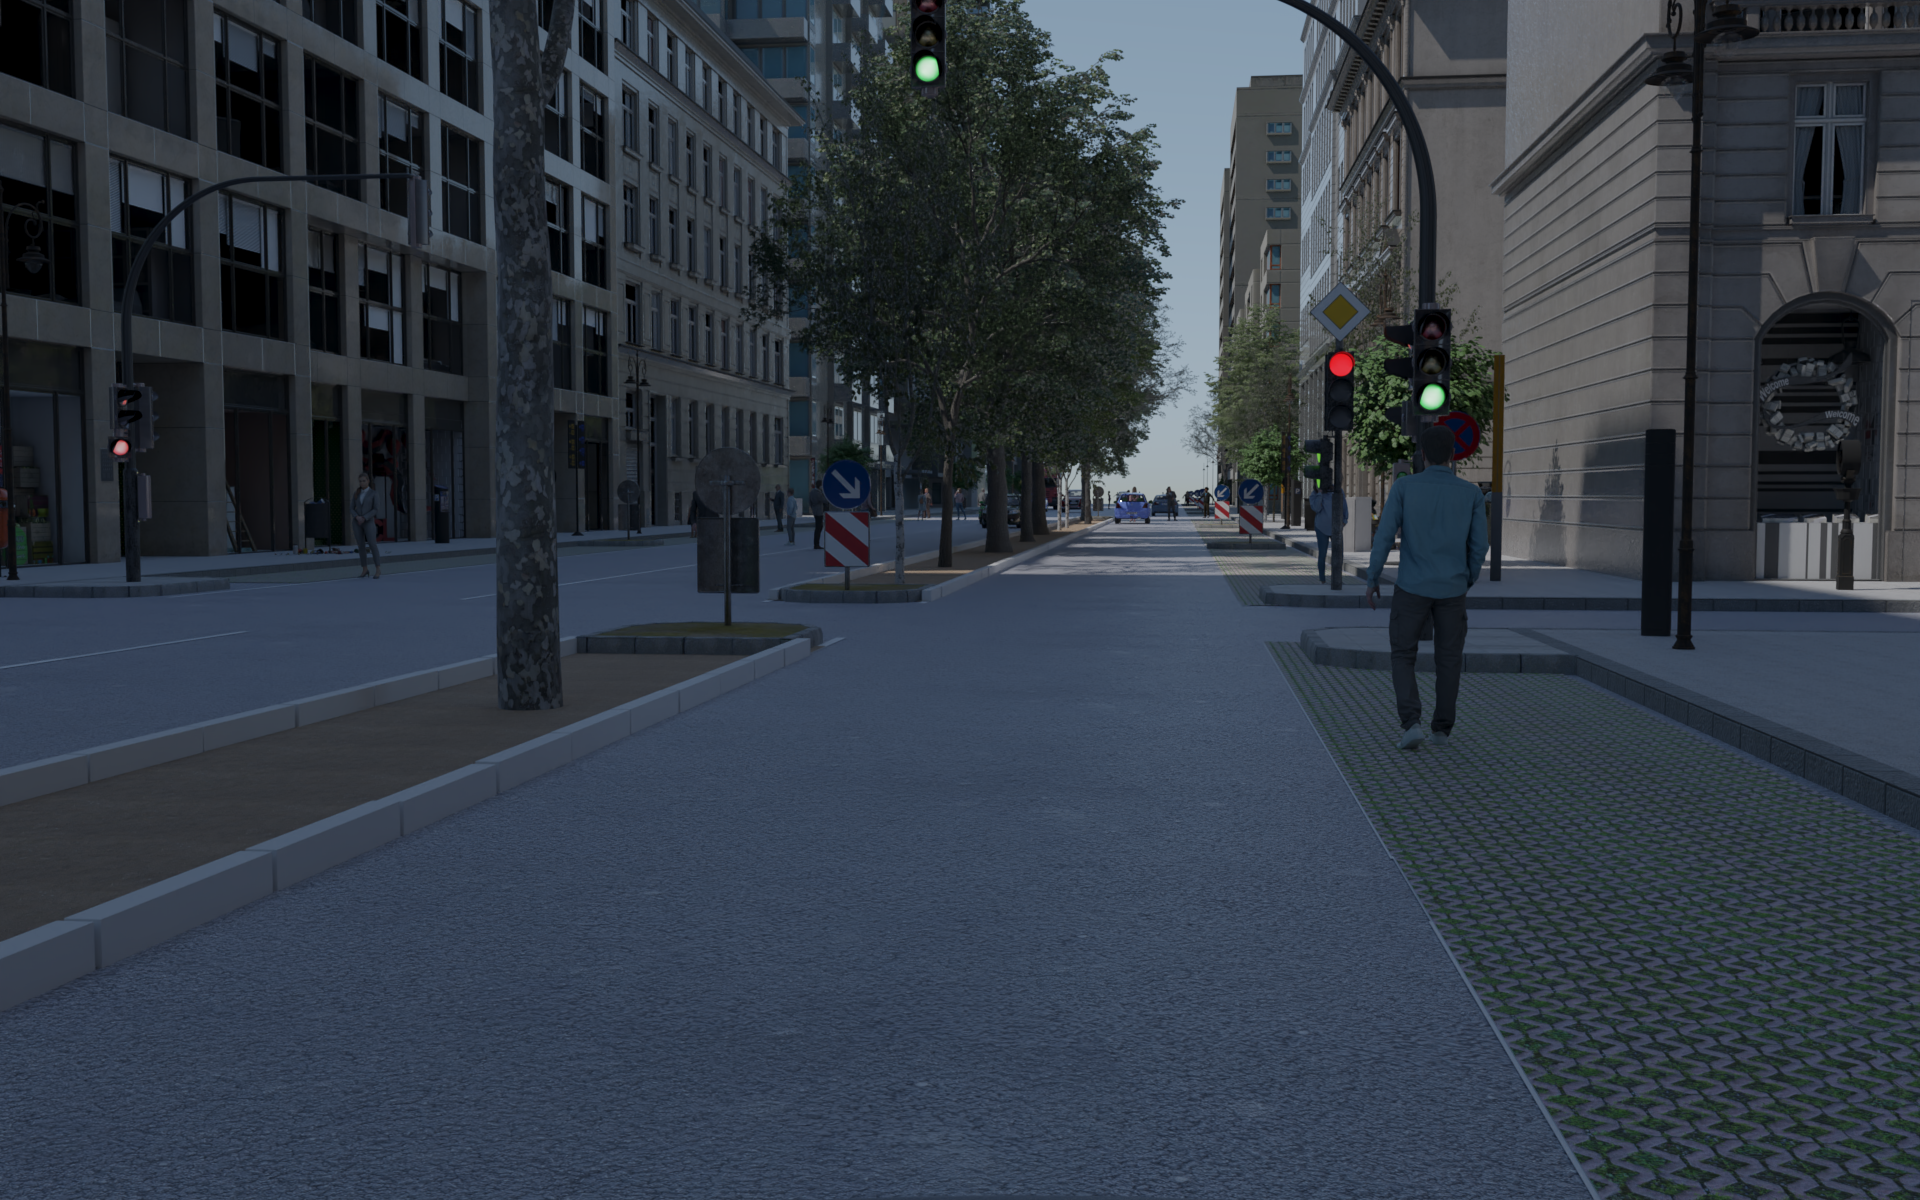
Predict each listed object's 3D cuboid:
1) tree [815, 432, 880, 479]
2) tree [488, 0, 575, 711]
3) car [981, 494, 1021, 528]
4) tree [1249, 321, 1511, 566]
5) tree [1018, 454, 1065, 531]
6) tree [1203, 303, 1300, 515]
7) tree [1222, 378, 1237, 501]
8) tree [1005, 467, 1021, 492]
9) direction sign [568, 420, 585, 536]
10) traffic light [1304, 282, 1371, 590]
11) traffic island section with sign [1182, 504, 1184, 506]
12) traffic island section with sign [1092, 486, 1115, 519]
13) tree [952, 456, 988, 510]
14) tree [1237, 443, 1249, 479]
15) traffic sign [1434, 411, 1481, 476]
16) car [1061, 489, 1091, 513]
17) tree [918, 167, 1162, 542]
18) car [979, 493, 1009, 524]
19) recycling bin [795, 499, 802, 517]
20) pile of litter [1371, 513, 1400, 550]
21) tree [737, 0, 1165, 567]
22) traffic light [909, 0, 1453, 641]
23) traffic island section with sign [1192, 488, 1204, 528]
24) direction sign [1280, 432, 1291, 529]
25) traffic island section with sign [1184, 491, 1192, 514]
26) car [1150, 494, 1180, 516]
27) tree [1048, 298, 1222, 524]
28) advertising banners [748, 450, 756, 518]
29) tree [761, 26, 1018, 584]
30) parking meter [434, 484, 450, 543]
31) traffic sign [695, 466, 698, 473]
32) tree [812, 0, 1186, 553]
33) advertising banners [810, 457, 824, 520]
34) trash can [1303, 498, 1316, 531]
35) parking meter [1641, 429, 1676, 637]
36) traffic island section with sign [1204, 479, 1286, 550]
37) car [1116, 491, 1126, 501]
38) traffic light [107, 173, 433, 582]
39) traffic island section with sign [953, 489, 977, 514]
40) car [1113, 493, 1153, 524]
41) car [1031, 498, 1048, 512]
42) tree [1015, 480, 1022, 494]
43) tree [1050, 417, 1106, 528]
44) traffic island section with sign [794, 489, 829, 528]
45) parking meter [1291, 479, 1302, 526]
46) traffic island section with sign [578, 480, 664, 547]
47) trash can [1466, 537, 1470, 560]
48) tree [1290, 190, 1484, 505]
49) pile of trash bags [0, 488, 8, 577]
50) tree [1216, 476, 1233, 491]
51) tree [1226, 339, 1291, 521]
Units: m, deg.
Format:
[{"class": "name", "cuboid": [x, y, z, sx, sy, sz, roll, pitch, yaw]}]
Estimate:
[{"class": "tree", "cuboid": [-5.932, -6.596, 91.563, 4.285, 4.588, 4.351, 0, 3, 0]}, {"class": "tree", "cuboid": [-1.776, -9.274, 9.983, 12.611, 20.169, 13.585, 0, 3, 0]}, {"class": "car", "cuboid": [1.963, -3.920, 73.876, 2.009, 1.686, 4.222, 1, 4, 9]}, {"class": "tree", "cuboid": [8.254, -2.915, 31.380, 4.285, 4.588, 4.351, 0, 3, 0]}, {"class": "tree", "cuboid": [3.875, -7.020, 67.601, 4.737, 8.622, 4.395, 0, 3, 0]}, {"class": "tree", "cuboid": [17.984, -11.356, 103.790, 7.486, 12.596, 7.792, 0, 3, 0]}, {"class": "tree", "cuboid": [27.981, -16.632, 182.304, 12.009, 13.543, 11.850, 0, 3, 0]}, {"class": "tree", "cuboid": [4.026, -11.769, 176.140, 4.285, 4.588, 4.351, 0, 3, 0]}, {"class": "direction sign", "cuboid": [-11.781, -3.747, 53.262, 0.379, 3.537, 0.876, 1, 4, 21]}, {"class": "traffic light", "cuboid": [5.022, -2.089, 23.082, 0.839, 4.253, 0.868, 0, 4, 7]}, {"class": "traffic island section with sign", "cuboid": [20.369, -8.603, 149.281, 1.989, 1.847, 2.006, 0, 4, 7]}, {"class": "traffic island section with sign", "cuboid": [7.809, -5.510, 98.222, 2.006, 1.907, 1.989, 0, 4, 7]}, {"class": "tree", "cuboid": [0.373, -9.826, 144.372, 4.285, 4.588, 4.351, 0, 3, 0]}, {"class": "tree", "cuboid": [14.301, -5.802, 78.582, 4.285, 4.588, 4.351, 0, 3, 0]}, {"class": "traffic sign", "cuboid": [7.606, -1.626, 26.693, 0.768, 2.556, 0.104, 1, 4, 14]}, {"class": "car", "cuboid": [9.110, -7.746, 135.318, 2.281, 1.827, 5.304, 1, 4, 9]}, {"class": "tree", "cuboid": [2.049, -7.976, 50.995, 7.486, 12.596, 7.792, 0, 3, 0]}, {"class": "car", "cuboid": [1.976, -4.590, 83.847, 1.959, 1.807, 4.718, 0, 4, 7]}, {"class": "recycling bin", "cuboid": [-9.391, -5.220, 97.907, 0.722, 1.027, 0.722, 2, 4, 25]}, {"class": "pile of litter", "cuboid": [9.725, -1.603, 40.170, 1.176, 0.858, 1.719, -2, 4, -24]}, {"class": "tree", "cuboid": [-0.356, -5.883, 33.063, 8.767, 10.594, 7.601, 0, 4, 7]}, {"class": "traffic light", "cuboid": [1.953, -2.483, 15.273, 4.771, 5.953, 1.251, 0, 4, 7]}, {"class": "traffic island section with sign", "cuboid": [10.866, -3.919, 72.710, 1.989, 1.847, 2.006, 0, 4, 7]}, {"class": "direction sign", "cuboid": [11.935, -4.371, 63.465, 0.379, 3.537, 0.876, 2, 4, 32]}, {"class": "traffic island section with sign", "cuboid": [17.049, -6.967, 122.530, 1.989, 1.847, 2.006, 0, 4, 7]}, {"class": "car", "cuboid": [13.456, -6.227, 113.822, 2.014, 1.417, 4.499, 0, 4, 6]}, {"class": "tree", "cuboid": [6.043, -10.330, 81.726, 12.009, 13.543, 11.850, 0, 3, 0]}, {"class": "advertising banners", "cuboid": [-8.449, -4.533, 70.301, 0.090, 3.025, 2.074, 0, 4, 1]}, {"class": "tree", "cuboid": [-0.970, -4.542, 27.083, 4.360, 8.622, 3.978, 0, 3, 0]}, {"class": "parking meter", "cuboid": [-13.496, -2.244, 45.100, 0.372, 1.533, 0.369, 0, 3, 0]}, {"class": "traffic sign", "cuboid": [-9.327, -3.717, 62.901, 0.606, 2.300, 0.079, 1, 4, 15]}, {"class": "tree", "cuboid": [0.942, -8.118, 41.846, 9.857, 13.997, 8.962, 0, 3, 0]}, {"class": "advertising banners", "cuboid": [-6.784, -5.343, 83.545, 0.090, 3.025, 2.074, 1, 4, 19]}, {"class": "trash can", "cuboid": [12.319, -2.981, 60.394, 0.748, 1.137, 0.748, 0, 3, 0]}, {"class": "parking meter", "cuboid": [6.347, -0.614, 15.745, 0.255, 1.863, 0.399, 1, 4, 21]}, {"class": "traffic island section with sign", "cuboid": [7.493, -2.251, 45.438, 1.989, 1.847, 2.006, 0, 4, 7]}, {"class": "car", "cuboid": [22.212, -13.808, 234.439, 2.281, 1.827, 5.304, 0, 4, 6]}, {"class": "traffic light", "cuboid": [-9.974, -3.076, 24.954, 4.771, 5.953, 1.251, 0, 4, 7]}, {"class": "traffic island section with sign", "cuboid": [0.175, -7.076, 124.317, 1.989, 1.847, 2.006, 0, 4, 7]}, {"class": "car", "cuboid": [8.462, -4.599, 84.785, 1.945, 1.707, 3.694, 0, 4, 7]}, {"class": "car", "cuboid": [6.045, -7.882, 138.464, 1.945, 1.707, 3.694, 1, 4, 9]}, {"class": "tree", "cuboid": [7.236, -12.474, 198.552, 1.663, 3.219, 1.824, 0, 3, 0]}, {"class": "tree", "cuboid": [4.485, -7.302, 72.201, 4.360, 8.622, 3.978, 0, 3, 0]}, {"class": "traffic island section with sign", "cuboid": [-5.987, -4.040, 74.674, 1.989, 1.847, 2.006, 0, 4, 7]}, {"class": "parking meter", "cuboid": [13.447, -3.883, 69.201, 0.399, 1.863, 0.255, -1, 4, -12]}, {"class": "traffic island section with sign", "cuboid": [-9.300, -2.403, 47.923, 1.989, 1.847, 2.006, 0, 4, 7]}, {"class": "trash can", "cuboid": [7.219, -0.828, 25.199, 0.748, 1.137, 0.748, 0, 3, 0]}, {"class": "tree", "cuboid": [10.338, -5.601, 41.933, 4.360, 8.622, 3.978, 0, 3, 0]}, {"class": "pile of trash bags", "cuboid": [-16.131, -1.002, 26.137, 3.447, 1.369, 1.912, -1, 4, -14]}, {"class": "tree", "cuboid": [24.846, -10.401, 164.652, 1.663, 3.219, 1.824, 0, 3, 0]}, {"class": "tree", "cuboid": [14.674, -8.113, 83.014, 4.360, 8.622, 3.978, 0, 3, 0]}]
